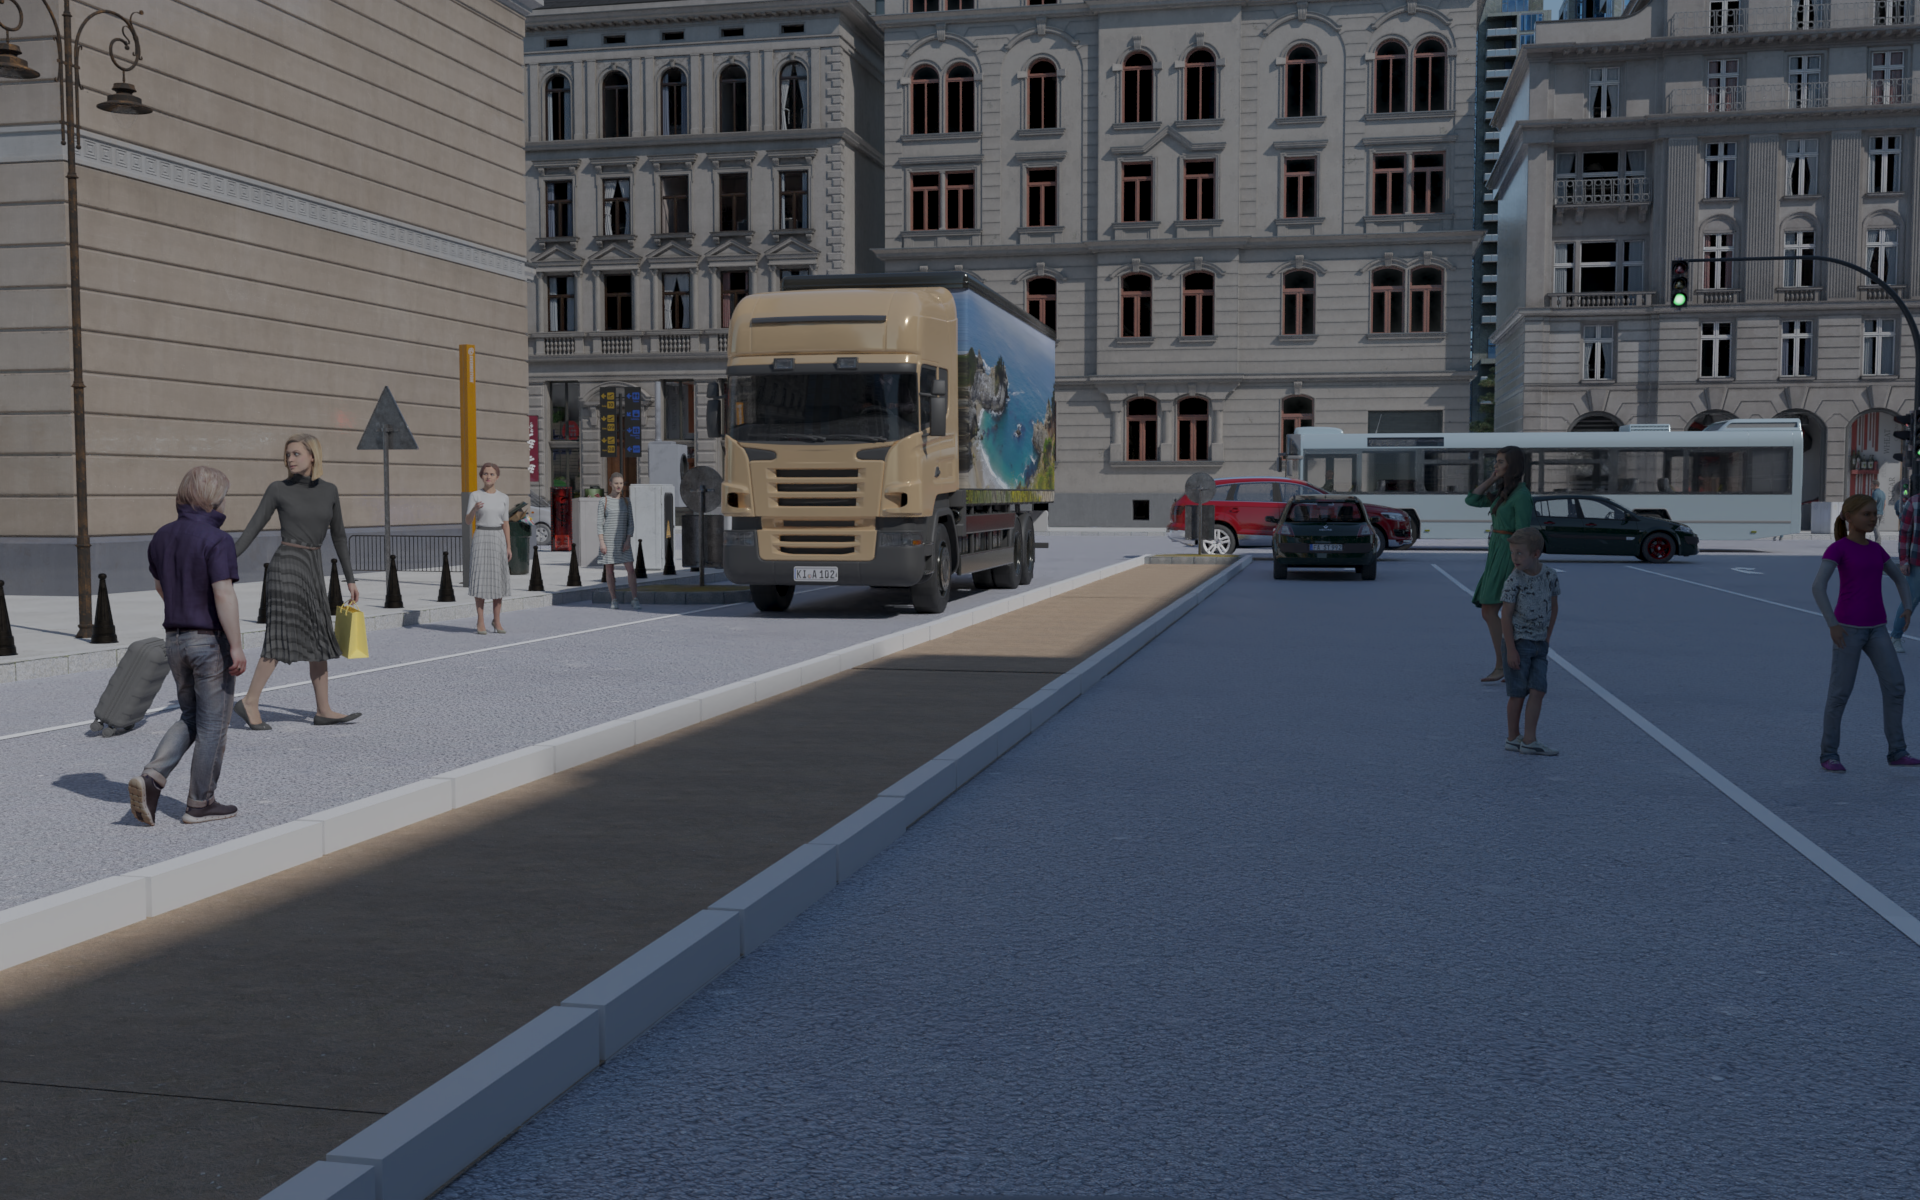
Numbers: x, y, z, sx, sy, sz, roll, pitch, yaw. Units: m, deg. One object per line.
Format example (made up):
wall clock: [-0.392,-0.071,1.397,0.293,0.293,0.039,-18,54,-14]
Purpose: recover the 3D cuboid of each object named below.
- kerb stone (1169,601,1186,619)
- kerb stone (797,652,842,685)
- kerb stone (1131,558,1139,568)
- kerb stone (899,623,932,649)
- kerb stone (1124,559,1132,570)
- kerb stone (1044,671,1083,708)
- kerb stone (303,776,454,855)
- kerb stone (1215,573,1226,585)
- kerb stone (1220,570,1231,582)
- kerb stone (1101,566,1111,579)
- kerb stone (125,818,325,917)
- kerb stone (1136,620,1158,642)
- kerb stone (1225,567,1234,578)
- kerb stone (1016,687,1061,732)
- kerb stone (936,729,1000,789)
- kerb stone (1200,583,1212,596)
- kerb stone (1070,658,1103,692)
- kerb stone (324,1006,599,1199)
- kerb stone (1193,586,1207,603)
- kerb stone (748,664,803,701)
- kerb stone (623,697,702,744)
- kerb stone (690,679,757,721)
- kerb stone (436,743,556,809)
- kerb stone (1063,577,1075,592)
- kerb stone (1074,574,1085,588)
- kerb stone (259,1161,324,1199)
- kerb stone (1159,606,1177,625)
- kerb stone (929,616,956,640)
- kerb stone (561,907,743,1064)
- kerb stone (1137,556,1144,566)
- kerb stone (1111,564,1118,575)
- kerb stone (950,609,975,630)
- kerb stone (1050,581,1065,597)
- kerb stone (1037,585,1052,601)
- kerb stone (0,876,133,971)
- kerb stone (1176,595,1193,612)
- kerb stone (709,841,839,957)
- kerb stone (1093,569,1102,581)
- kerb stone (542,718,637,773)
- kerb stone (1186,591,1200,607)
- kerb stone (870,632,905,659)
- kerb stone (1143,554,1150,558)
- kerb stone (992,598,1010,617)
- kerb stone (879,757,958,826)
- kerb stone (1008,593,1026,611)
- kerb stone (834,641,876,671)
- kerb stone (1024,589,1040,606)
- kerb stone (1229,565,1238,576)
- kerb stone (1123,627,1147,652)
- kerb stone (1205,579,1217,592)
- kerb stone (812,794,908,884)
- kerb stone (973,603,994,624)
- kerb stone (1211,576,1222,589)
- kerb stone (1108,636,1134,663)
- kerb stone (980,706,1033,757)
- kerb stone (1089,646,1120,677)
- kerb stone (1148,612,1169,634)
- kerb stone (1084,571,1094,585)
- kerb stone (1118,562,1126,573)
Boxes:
kerb stone: [2.461,0.141,19.910,0.120,0.150,1.000,1,4,12]
kerb stone: [-1.126,0.543,13.355,0.120,0.150,1.000,1,4,12]
kerb stone: [3.277,-0.686,33.407,0.120,0.150,1.000,1,4,12]
kerb stone: [-0.466,0.358,16.360,0.120,0.150,1.000,1,4,12]
kerb stone: [3.058,-0.622,32.405,0.120,0.150,1.000,1,4,12]
kerb stone: [0.693,0.632,11.870,0.120,0.150,1.000,1,4,12]
kerb stone: [-2.457,0.913,7.329,0.120,0.150,1.000,1,4,12]
kerb stone: [4.006,-0.287,26.947,0.120,0.150,1.000,1,4,12]
kerb stone: [4.235,-0.345,27.957,0.120,0.150,1.000,1,4,12]
kerb stone: [2.396,-0.441,29.398,0.120,0.150,1.000,1,4,12]
kerb stone: [-2.669,0.974,6.322,0.120,0.150,1.000,1,4,12]
kerb stone: [1.792,0.327,16.891,0.120,0.150,1.000,1,4,12]
kerb stone: [4.449,-0.412,28.959,0.120,0.150,1.000,1,4,12]
kerb stone: [0.478,0.695,10.868,0.120,0.150,1.000,1,4,12]
kerb stone: [0.034,0.815,8.867,0.120,0.150,1.000,1,4,12]
kerb stone: [3.346,-0.106,23.938,0.120,0.150,1.000,1,4,12]
kerb stone: [0.919,0.570,12.870,0.120,0.150,1.000,1,4,12]
kerb stone: [-1.066,1.122,3.843,0.120,0.150,1.000,1,4,12]
kerb stone: [3.132,-0.045,22.925,0.120,0.150,1.000,1,4,12]
kerb stone: [-1.345,0.602,12.353,0.120,0.150,1.000,1,4,12]
kerb stone: [-1.790,0.726,10.331,0.120,0.150,1.000,1,4,12]
kerb stone: [-1.567,0.663,11.347,0.120,0.150,1.000,1,4,12]
kerb stone: [-2.232,0.848,8.329,0.120,0.150,1.000,1,4,12]
kerb stone: [1.516,-0.195,25.387,0.120,0.150,1.000,1,4,12]
kerb stone: [1.739,-0.257,26.392,0.120,0.150,1.000,1,4,12]
kerb stone: [-1.285,1.186,2.842,0.120,0.150,1.000,1,4,12]
kerb stone: [2.235,0.202,18.910,0.120,0.150,1.000,1,4,12]
kerb stone: [-0.237,0.297,17.359,0.120,0.150,1.000,1,4,12]
kerb stone: [-0.842,1.061,4.849,0.120,0.150,1.000,1,4,12]
kerb stone: [3.500,-0.747,34.416,0.120,0.150,1.000,1,4,12]
kerb stone: [2.611,-0.502,30.400,0.120,0.150,1.000,1,4,12]
kerb stone: [-0.031,0.234,18.363,0.120,0.150,1.000,1,4,12]
kerb stone: [1.299,-0.134,24.386,0.120,0.150,1.000,1,4,12]
kerb stone: [1.073,-0.072,23.379,0.120,0.150,1.000,1,4,12]
kerb stone: [-2.891,1.032,5.321,0.120,0.150,1.000,1,4,12]
kerb stone: [2.677,0.078,20.916,0.120,0.150,1.000,1,4,12]
kerb stone: [-0.618,0.999,5.855,0.120,0.150,1.000,1,4,12]
kerb stone: [2.166,-0.376,28.400,0.120,0.150,1.000,1,4,12]
kerb stone: [-2.011,0.787,9.330,0.120,0.150,1.000,1,4,12]
kerb stone: [2.900,0.023,21.920,0.120,0.150,1.000,1,4,12]
kerb stone: [-0.689,0.418,15.357,0.120,0.150,1.000,1,4,12]
kerb stone: [3.726,-0.806,35.422,0.120,0.150,1.000,1,4,12]
kerb stone: [0.411,0.112,20.365,0.120,0.150,1.000,1,4,12]
kerb stone: [-0.186,0.876,7.866,0.120,0.150,1.000,1,4,12]
kerb stone: [0.634,0.051,21.365,0.120,0.150,1.000,1,4,12]
kerb stone: [-0.908,0.479,14.356,0.120,0.150,1.000,1,4,12]
kerb stone: [0.857,-0.011,22.377,0.120,0.150,1.000,1,4,12]
kerb stone: [4.674,-0.473,29.970,0.120,0.150,1.000,1,4,12]
kerb stone: [1.576,0.386,15.880,0.120,0.150,1.000,1,4,12]
kerb stone: [3.568,-0.168,24.941,0.120,0.150,1.000,1,4,12]
kerb stone: [-0.395,0.942,6.862,0.120,0.150,1.000,1,4,12]
kerb stone: [0.193,0.173,19.363,0.120,0.150,1.000,1,4,12]
kerb stone: [3.791,-0.229,25.941,0.120,0.150,1.000,1,4,12]
kerb stone: [1.356,0.448,14.875,0.120,0.150,1.000,1,4,12]
kerb stone: [0.253,0.758,9.868,0.120,0.150,1.000,1,4,12]
kerb stone: [1.135,0.509,13.872,0.120,0.150,1.000,1,4,12]
kerb stone: [2.020,0.263,17.898,0.120,0.150,1.000,1,4,12]
kerb stone: [1.953,-0.316,27.397,0.120,0.150,1.000,1,4,12]
kerb stone: [2.836,-0.562,31.405,0.120,0.150,1.000,1,4,12]
